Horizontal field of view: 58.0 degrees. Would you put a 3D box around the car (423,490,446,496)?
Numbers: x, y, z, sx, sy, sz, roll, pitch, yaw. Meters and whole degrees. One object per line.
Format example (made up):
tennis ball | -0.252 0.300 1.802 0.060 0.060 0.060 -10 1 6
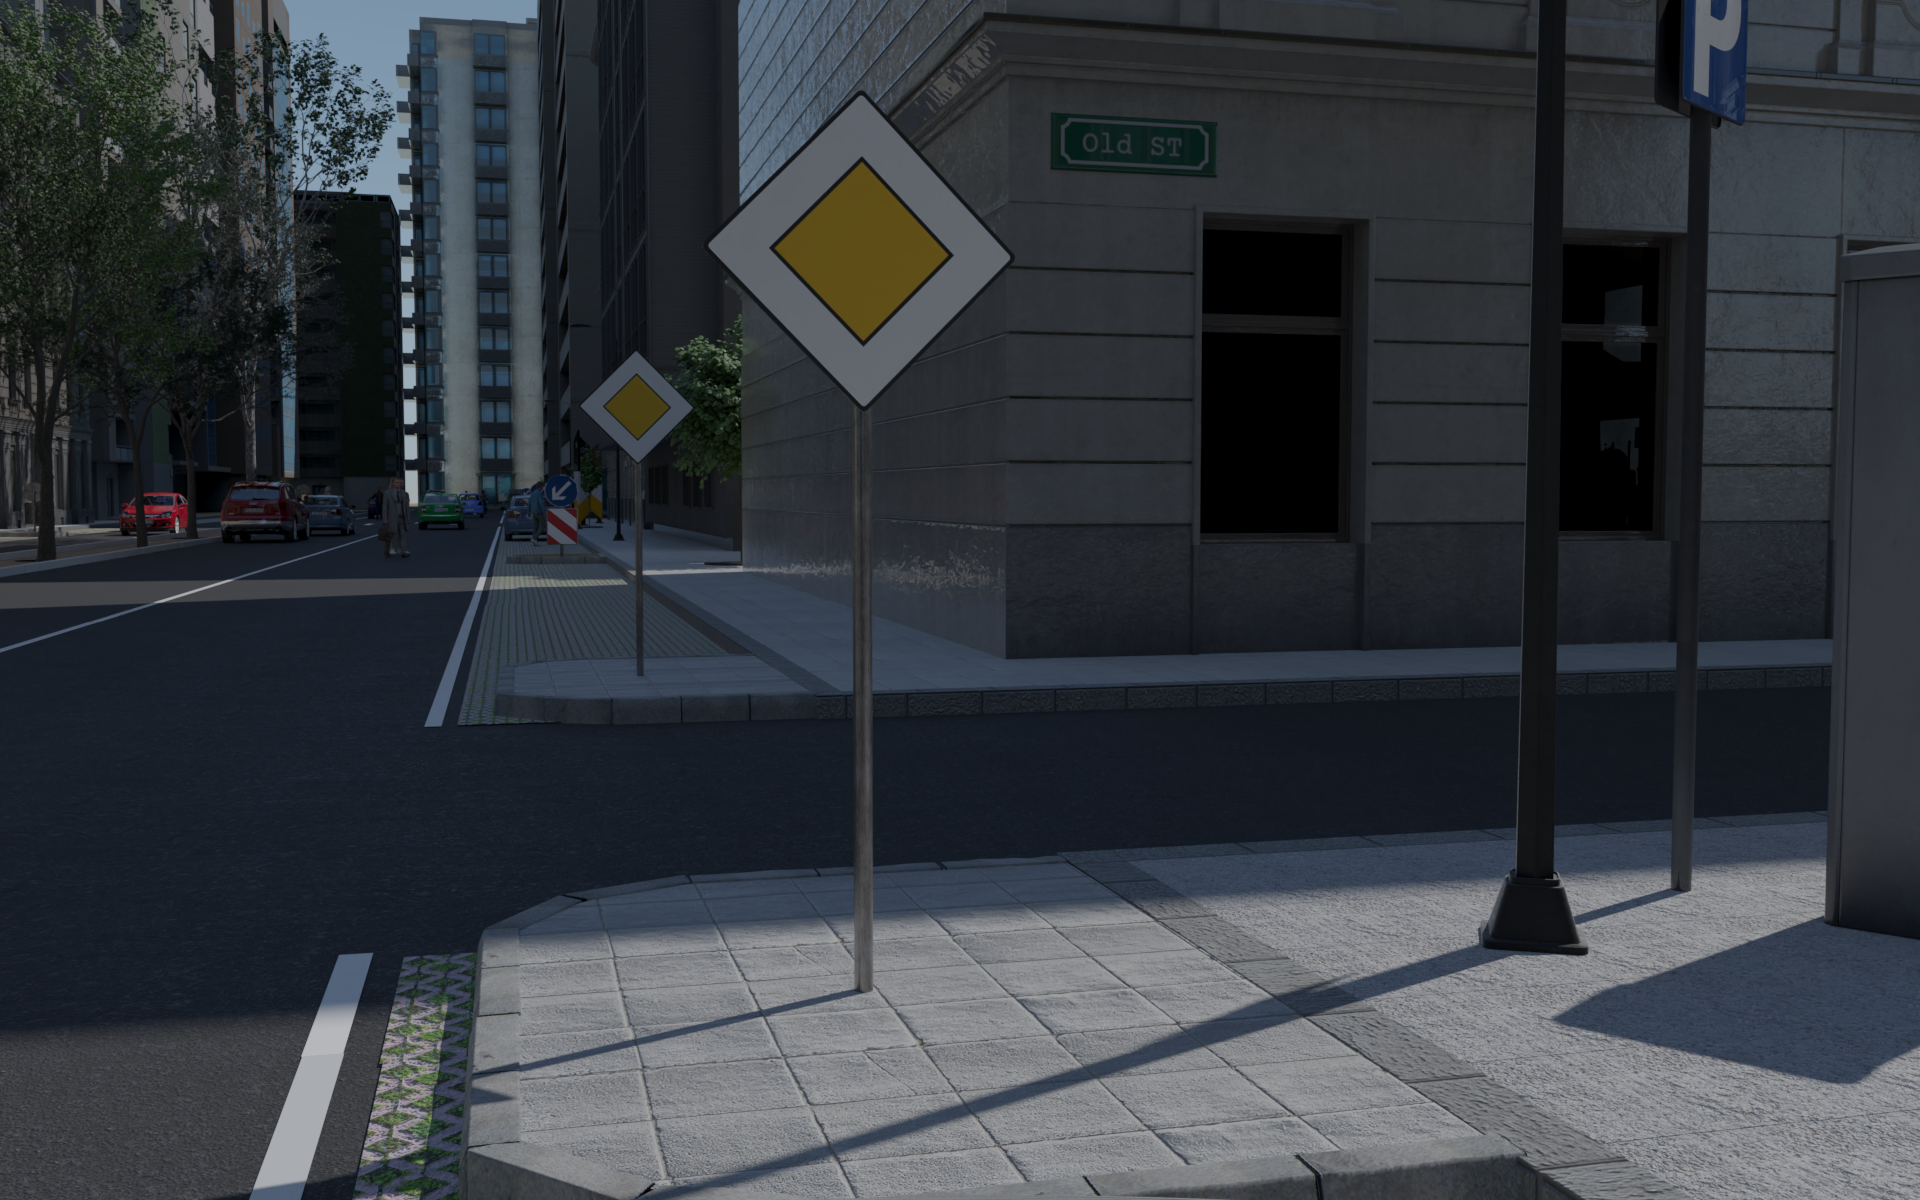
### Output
car | -44.982 -8.574 148.864 2.281 1.827 5.304 -1 4 -16

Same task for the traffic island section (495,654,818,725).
traffic island section | -2.236 0.615 12.228 2.009 0.180 2.903 -1 4 -14

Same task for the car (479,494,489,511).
car | -40.522 -8.143 145.145 2.014 1.417 4.499 -1 4 -14

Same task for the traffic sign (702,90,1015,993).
traffic sign | -0.252 -0.047 4.415 0.795 2.450 0.064 -1 4 -14

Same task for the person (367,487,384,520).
person | -32.060 -5.328 95.640 1.348 1.821 0.705 -1 4 -23

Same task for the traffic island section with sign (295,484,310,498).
traffic island section with sign | -31.191 -4.518 82.012 2.006 1.907 1.989 -1 4 -14

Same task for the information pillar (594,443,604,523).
information pillar | -15.883 -5.163 75.768 0.504 3.616 0.183 0 4 3

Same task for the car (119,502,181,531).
car | -31.480 -3.351 67.363 1.945 1.354 3.894 -1 4 -14

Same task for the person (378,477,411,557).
person | -12.759 -1.870 39.178 0.694 1.812 0.767 -3 5 -44

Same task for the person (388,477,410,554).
person | -13.486 -2.018 41.463 0.573 1.828 0.580 0 4 -1

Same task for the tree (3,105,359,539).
tree | -24.314 -8.663 54.462 12.009 13.543 11.850 0 3 0

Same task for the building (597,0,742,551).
building | -2.906 -15.730 50.691 14.314 27.812 24.014 -1 4 -14

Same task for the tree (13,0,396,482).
tree | -28.383 -12.701 66.003 12.611 20.169 13.585 0 3 0

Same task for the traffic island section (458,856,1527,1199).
traffic island section | -0.231 1.088 4.498 2.009 0.180 2.903 -1 4 -14

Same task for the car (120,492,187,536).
car | -28.272 -3.179 61.014 2.155 1.783 4.494 -1 4 -14

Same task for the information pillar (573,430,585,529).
information pillar | -14.004 -4.405 63.373 0.183 3.616 0.504 -2 4 -31

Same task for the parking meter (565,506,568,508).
parking meter | -17.619 -4.416 77.918 0.255 1.863 0.399 -1 4 -18

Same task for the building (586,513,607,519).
building | -12.648 -29.257 102.047 21.300 48.544 21.600 -1 4 -14

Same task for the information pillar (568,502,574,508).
information pillar | -15.890 -4.074 71.102 0.304 2.012 0.304 -2 4 -29

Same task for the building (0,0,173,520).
building | -47.935 -24.537 84.779 14.154 41.232 14.086 -1 4 -14

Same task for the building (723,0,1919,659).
building | 19.127 -15.235 25.503 44.131 29.872 17.030 -1 4 -14

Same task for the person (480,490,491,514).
person | -34.390 -7.096 125.239 0.721 1.735 1.217 2 4 33

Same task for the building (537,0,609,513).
building | -25.263 -32.202 150.201 21.300 48.544 21.600 -1 4 -14

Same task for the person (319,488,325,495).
person | -33.753 -5.054 91.795 0.551 1.740 0.621 -2 4 -23

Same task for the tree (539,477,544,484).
tree | -38.455 -10.151 160.571 1.663 3.219 1.824 0 3 0

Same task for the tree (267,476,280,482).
tree | -55.149 -8.806 138.580 1.663 3.219 1.824 0 3 0

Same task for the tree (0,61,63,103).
tree | -17.203 -5.542 27.489 8.767 10.594 7.601 -1 4 -14

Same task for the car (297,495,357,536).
car | -22.115 -2.956 60.328 2.014 1.417 4.499 -1 4 -15

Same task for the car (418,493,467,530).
car | -21.242 -3.805 71.013 1.959 1.807 4.718 -1 4 -15

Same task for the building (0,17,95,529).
building | -40.528 -13.268 66.089 9.793 20.994 18.267 -1 4 -14

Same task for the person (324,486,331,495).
person | -28.383 -4.219 77.662 0.709 1.800 0.728 3 4 37

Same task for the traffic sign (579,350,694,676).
traffic sign | -2.257 -0.520 12.145 0.795 2.450 0.064 -1 4 -14

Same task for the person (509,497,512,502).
person | -19.368 -3.814 75.145 0.394 1.301 0.425 -1 4 -17

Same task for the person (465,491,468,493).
person | -44.435 -8.947 155.576 0.721 1.735 1.217 1 4 12

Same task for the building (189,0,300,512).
building | -63.942 -30.244 144.596 14.200 45.320 14.600 -1 4 -14

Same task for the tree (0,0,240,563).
tree | -19.131 -6.598 36.098 9.928 11.665 9.643 0 3 0

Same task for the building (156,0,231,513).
building | -60.275 -31.403 102.673 28.713 52.752 27.495 -1 4 -14

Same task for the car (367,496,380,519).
car | -33.634 -5.418 101.157 1.945 1.354 3.894 -1 4 -16

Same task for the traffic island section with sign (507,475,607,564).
traffic island section with sign | -8.419 -1.677 36.042 1.989 1.847 2.006 -1 4 -14

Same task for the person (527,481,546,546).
person | -11.542 -2.347 47.223 0.444 1.785 0.601 -3 5 -40

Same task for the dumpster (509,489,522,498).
dumpster | -37.429 -8.506 147.281 1.865 1.857 1.264 -1 4 -15

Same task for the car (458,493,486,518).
car | -29.733 -5.832 104.948 1.945 1.707 3.694 -1 4 -15

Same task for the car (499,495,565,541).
car | -13.253 -2.553 53.747 2.014 1.417 4.499 -1 4 -14

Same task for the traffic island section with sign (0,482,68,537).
traffic island section with sign | -31.288 -3.044 58.393 1.989 1.847 2.006 -1 4 -14

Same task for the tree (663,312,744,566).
tree | -4.004 -2.931 31.635 4.285 4.588 4.351 0 3 0

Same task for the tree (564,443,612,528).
tree | -14.251 -4.358 65.860 1.663 3.219 1.824 0 3 0

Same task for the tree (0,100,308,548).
tree | -21.342 -6.620 45.107 8.767 10.594 7.601 -1 4 -14

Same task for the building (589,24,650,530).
building | -8.974 -16.963 74.616 12.463 27.353 25.104 -1 4 -14

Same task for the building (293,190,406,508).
building | -61.522 -24.219 167.676 14.107 30.474 14.160 -1 4 -14

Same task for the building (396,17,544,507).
building | -41.270 -34.138 177.764 30.456 49.044 23.786 -1 4 -14

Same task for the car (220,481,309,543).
car | -21.027 -2.680 52.499 2.281 1.827 5.304 -1 4 -14

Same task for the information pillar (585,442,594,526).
information pillar | -15.191 -4.814 70.070 0.504 3.616 0.183 -3 5 -40
